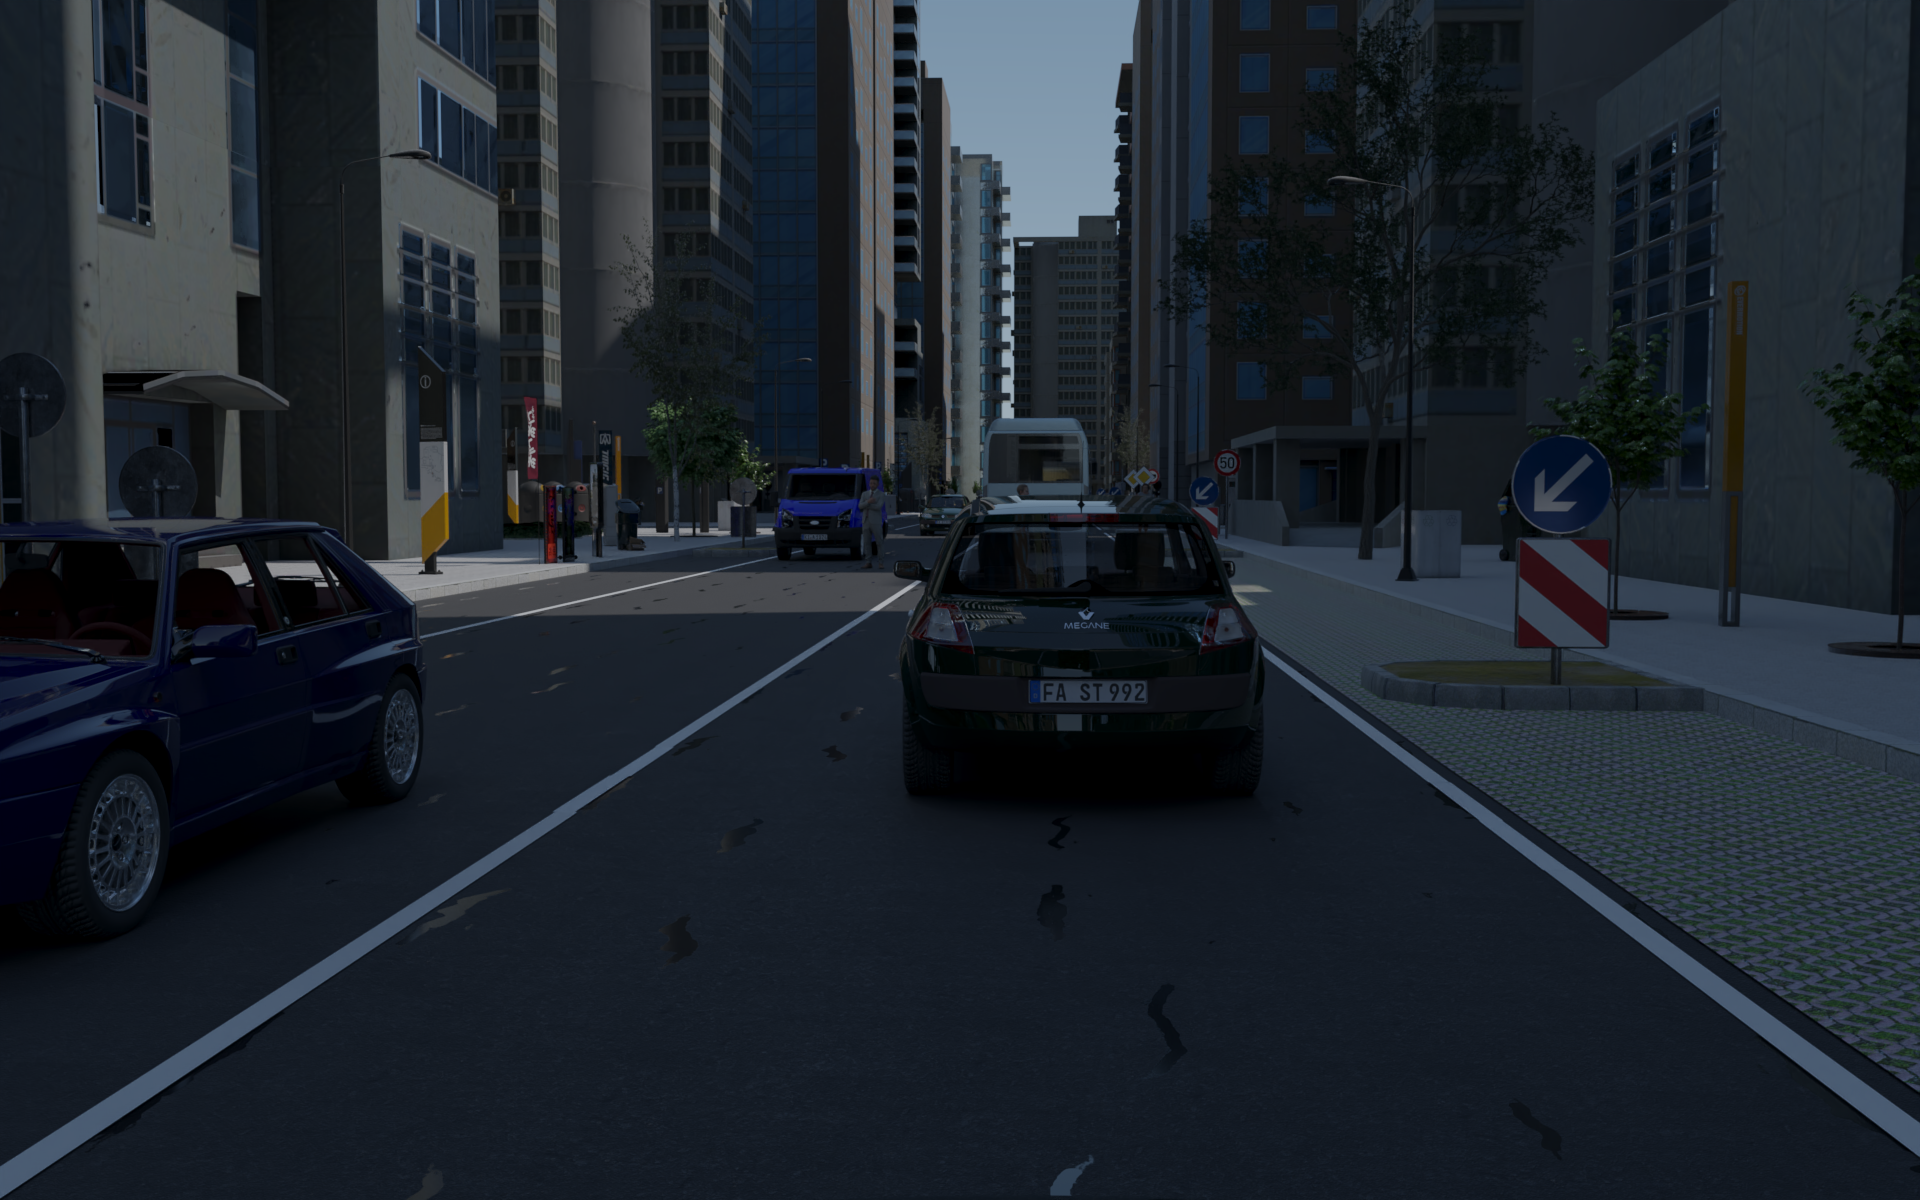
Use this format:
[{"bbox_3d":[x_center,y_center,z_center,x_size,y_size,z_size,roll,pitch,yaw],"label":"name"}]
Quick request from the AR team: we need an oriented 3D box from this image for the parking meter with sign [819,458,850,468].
[{"bbox_3d":[-6.053,-5.365,83.973,1.738,3.016,0.543,3,5,42],"label":"parking meter with sign"}]

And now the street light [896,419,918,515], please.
[{"bbox_3d":[-3.270,-8.212,106.804,1.470,5.913,1.316,0,4,3],"label":"street light"}]

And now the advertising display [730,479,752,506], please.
[{"bbox_3d":[-7.829,-3.468,61.910,0.974,1.923,0.123,2,4,35],"label":"advertising display"}]

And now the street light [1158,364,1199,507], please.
[{"bbox_3d":[7.974,-5.474,62.037,1.470,5.913,1.316,0,4,3],"label":"street light"}]

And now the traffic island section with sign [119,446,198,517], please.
[{"bbox_3d":[-6.527,-0.299,13.515,1.989,1.847,2.006,0,4,3],"label":"traffic island section with sign"}]

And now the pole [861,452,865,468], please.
[{"bbox_3d":[-4.720,-5.515,84.014,0.158,3.312,0.155,0,3,0],"label":"pole"}]

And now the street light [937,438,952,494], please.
[{"bbox_3d":[-1.331,-10.391,142.437,1.470,5.913,1.316,0,4,3],"label":"street light"}]

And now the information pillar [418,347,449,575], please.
[{"bbox_3d":[-8.375,-2.212,27.518,0.504,3.616,0.183,1,4,22],"label":"information pillar"}]

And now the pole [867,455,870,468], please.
[{"bbox_3d":[-4.761,-5.872,89.852,0.158,3.312,0.155,0,3,0],"label":"pole"}]

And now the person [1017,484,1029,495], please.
[{"bbox_3d":[1.069,-1.189,29.751,0.330,1.601,0.589,2,4,27],"label":"person"}]

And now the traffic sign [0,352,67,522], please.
[{"bbox_3d":[-8.415,-0.948,15.605,0.768,2.556,0.104,0,4,5],"label":"traffic sign"}]

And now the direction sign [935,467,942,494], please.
[{"bbox_3d":[-1.819,-9.398,145.654,0.379,3.537,0.876,-3,5,-40],"label":"direction sign"}]

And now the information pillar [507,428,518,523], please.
[{"bbox_3d":[-15.848,-4.283,61.382,0.504,3.616,0.183,3,4,37],"label":"information pillar"}]

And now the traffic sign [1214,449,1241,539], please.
[{"bbox_3d":[7.618,-3.018,49.447,0.768,2.556,0.104,0,4,5],"label":"traffic sign"}]

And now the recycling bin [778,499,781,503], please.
[{"bbox_3d":[-9.938,-5.266,98.658,0.722,1.027,0.722,3,4,38],"label":"recycling bin"}]

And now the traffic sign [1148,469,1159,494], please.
[{"bbox_3d":[9.619,-5.309,86.908,0.768,2.556,0.104,0,4,7],"label":"traffic sign"}]

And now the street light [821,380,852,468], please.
[{"bbox_3d":[-5.093,-6.010,70.798,1.470,5.913,1.316,0,4,3],"label":"street light"}]

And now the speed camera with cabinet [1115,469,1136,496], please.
[{"bbox_3d":[12.943,-8.628,135.404,0.660,3.252,2.038,3,5,40],"label":"speed camera with cabinet"}]

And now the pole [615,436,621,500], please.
[{"bbox_3d":[-12.057,-4.115,61.120,0.158,3.312,0.155,0,3,0],"label":"pole"}]

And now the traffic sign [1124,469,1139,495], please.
[{"bbox_3d":[7.018,-4.067,70.134,0.795,2.450,0.064,0,4,3],"label":"traffic sign"}]

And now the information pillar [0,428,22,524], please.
[{"bbox_3d":[-9.007,-0.723,16.312,0.304,2.012,0.304,2,4,23],"label":"information pillar"}]

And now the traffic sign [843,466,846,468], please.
[{"bbox_3d":[-4.186,-3.615,62.755,0.795,2.450,0.064,0,4,3],"label":"traffic sign"}]

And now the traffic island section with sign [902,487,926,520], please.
[{"bbox_3d":[-2.137,-5.321,95.628,1.989,1.847,2.006,0,4,3],"label":"traffic island section with sign"}]

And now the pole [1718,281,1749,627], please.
[{"bbox_3d":[7.463,-1.399,16.711,0.158,3.312,0.155,0,3,0],"label":"pole"}]

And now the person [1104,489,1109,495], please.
[{"bbox_3d":[9.562,-6.258,111.168,0.716,1.782,0.532,1,4,16],"label":"person"}]

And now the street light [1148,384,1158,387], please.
[{"bbox_3d":[8.631,-6.151,73.111,1.470,5.913,1.316,0,4,3],"label":"street light"}]

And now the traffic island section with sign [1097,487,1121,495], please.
[{"bbox_3d":[8.385,-5.292,95.159,1.989,1.847,2.006,0,4,3],"label":"traffic island section with sign"}]

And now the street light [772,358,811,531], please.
[{"bbox_3d":[-5.778,-5.312,59.388,1.470,5.913,1.316,0,4,3],"label":"street light"}]

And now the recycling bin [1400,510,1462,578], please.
[{"bbox_3d":[7.267,-0.868,26.747,0.722,1.027,0.722,0,4,-7],"label":"recycling bin"}]

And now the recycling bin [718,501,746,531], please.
[{"bbox_3d":[-7.980,-2.938,60.588,0.722,1.027,0.722,2,4,31],"label":"recycling bin"}]

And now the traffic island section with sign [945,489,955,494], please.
[{"bbox_3d":[-0.655,-6.998,123.053,1.989,1.847,2.006,0,4,3],"label":"traffic island section with sign"}]

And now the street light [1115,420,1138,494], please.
[{"bbox_3d":[10.576,-8.330,108.744,1.470,5.913,1.316,0,4,3],"label":"street light"}]

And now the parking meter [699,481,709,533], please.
[{"bbox_3d":[-8.473,-3.160,57.380,0.255,1.863,0.399,-1,4,-19],"label":"parking meter"}]

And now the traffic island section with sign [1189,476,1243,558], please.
[{"bbox_3d":[5.427,-1.903,39.736,1.989,1.847,2.006,0,4,3],"label":"traffic island section with sign"}]

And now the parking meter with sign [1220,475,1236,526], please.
[{"bbox_3d":[11.174,-4.506,69.932,1.738,3.016,0.543,3,5,44],"label":"parking meter with sign"}]

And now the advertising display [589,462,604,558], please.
[{"bbox_3d":[-7.417,-1.843,35.354,0.123,1.923,0.974,-1,4,-21],"label":"advertising display"}]

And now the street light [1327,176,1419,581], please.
[{"bbox_3d":[6.071,-3.237,25.473,1.470,5.913,1.316,0,4,3],"label":"street light"}]

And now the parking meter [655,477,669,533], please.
[{"bbox_3d":[-9.869,-3.154,57.285,0.399,1.863,0.255,1,4,21],"label":"parking meter"}]

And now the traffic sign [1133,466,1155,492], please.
[{"bbox_3d":[6.591,-3.579,62.160,0.795,2.450,0.064,0,4,3],"label":"traffic sign"}]

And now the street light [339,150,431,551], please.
[{"bbox_3d":[-7.828,-3.119,23.543,1.470,5.913,1.316,0,4,3],"label":"street light"}]

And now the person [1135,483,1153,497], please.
[{"bbox_3d":[5.797,-2.836,55.219,0.716,1.782,0.532,0,4,7],"label":"person"}]

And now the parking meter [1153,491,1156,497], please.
[{"bbox_3d":[10.923,-5.495,98.256,0.372,1.533,0.369,0,3,0],"label":"parking meter"}]

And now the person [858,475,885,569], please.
[{"bbox_3d":[-1.693,-1.503,33.259,0.511,1.800,0.466,0,4,7],"label":"person"}]

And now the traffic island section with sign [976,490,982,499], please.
[{"bbox_3d":[1.976,-10.016,172.389,1.989,1.847,2.006,0,4,3],"label":"traffic island section with sign"}]

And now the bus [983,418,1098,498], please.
[{"bbox_3d":[2.370,-3.287,48.607,2.948,3.499,13.247,0,4,5],"label":"bus"}]

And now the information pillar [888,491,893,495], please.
[{"bbox_3d":[-5.094,-7.458,126.433,0.304,2.012,0.304,3,5,39],"label":"information pillar"}]

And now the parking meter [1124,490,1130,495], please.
[{"bbox_3d":[11.421,-6.739,118.588,0.372,1.533,0.369,0,3,0],"label":"parking meter"}]

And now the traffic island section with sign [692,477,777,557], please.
[{"bbox_3d":[-5.085,-1.945,40.432,1.989,1.847,2.006,0,4,3],"label":"traffic island section with sign"}]

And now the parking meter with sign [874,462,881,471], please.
[{"bbox_3d":[-5.107,-5.975,93.948,1.738,3.016,0.543,3,4,36],"label":"parking meter with sign"}]

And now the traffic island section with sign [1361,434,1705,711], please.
[{"bbox_3d":[3.951,-0.227,12.345,1.989,1.847,2.006,0,4,3],"label":"traffic island section with sign"}]
